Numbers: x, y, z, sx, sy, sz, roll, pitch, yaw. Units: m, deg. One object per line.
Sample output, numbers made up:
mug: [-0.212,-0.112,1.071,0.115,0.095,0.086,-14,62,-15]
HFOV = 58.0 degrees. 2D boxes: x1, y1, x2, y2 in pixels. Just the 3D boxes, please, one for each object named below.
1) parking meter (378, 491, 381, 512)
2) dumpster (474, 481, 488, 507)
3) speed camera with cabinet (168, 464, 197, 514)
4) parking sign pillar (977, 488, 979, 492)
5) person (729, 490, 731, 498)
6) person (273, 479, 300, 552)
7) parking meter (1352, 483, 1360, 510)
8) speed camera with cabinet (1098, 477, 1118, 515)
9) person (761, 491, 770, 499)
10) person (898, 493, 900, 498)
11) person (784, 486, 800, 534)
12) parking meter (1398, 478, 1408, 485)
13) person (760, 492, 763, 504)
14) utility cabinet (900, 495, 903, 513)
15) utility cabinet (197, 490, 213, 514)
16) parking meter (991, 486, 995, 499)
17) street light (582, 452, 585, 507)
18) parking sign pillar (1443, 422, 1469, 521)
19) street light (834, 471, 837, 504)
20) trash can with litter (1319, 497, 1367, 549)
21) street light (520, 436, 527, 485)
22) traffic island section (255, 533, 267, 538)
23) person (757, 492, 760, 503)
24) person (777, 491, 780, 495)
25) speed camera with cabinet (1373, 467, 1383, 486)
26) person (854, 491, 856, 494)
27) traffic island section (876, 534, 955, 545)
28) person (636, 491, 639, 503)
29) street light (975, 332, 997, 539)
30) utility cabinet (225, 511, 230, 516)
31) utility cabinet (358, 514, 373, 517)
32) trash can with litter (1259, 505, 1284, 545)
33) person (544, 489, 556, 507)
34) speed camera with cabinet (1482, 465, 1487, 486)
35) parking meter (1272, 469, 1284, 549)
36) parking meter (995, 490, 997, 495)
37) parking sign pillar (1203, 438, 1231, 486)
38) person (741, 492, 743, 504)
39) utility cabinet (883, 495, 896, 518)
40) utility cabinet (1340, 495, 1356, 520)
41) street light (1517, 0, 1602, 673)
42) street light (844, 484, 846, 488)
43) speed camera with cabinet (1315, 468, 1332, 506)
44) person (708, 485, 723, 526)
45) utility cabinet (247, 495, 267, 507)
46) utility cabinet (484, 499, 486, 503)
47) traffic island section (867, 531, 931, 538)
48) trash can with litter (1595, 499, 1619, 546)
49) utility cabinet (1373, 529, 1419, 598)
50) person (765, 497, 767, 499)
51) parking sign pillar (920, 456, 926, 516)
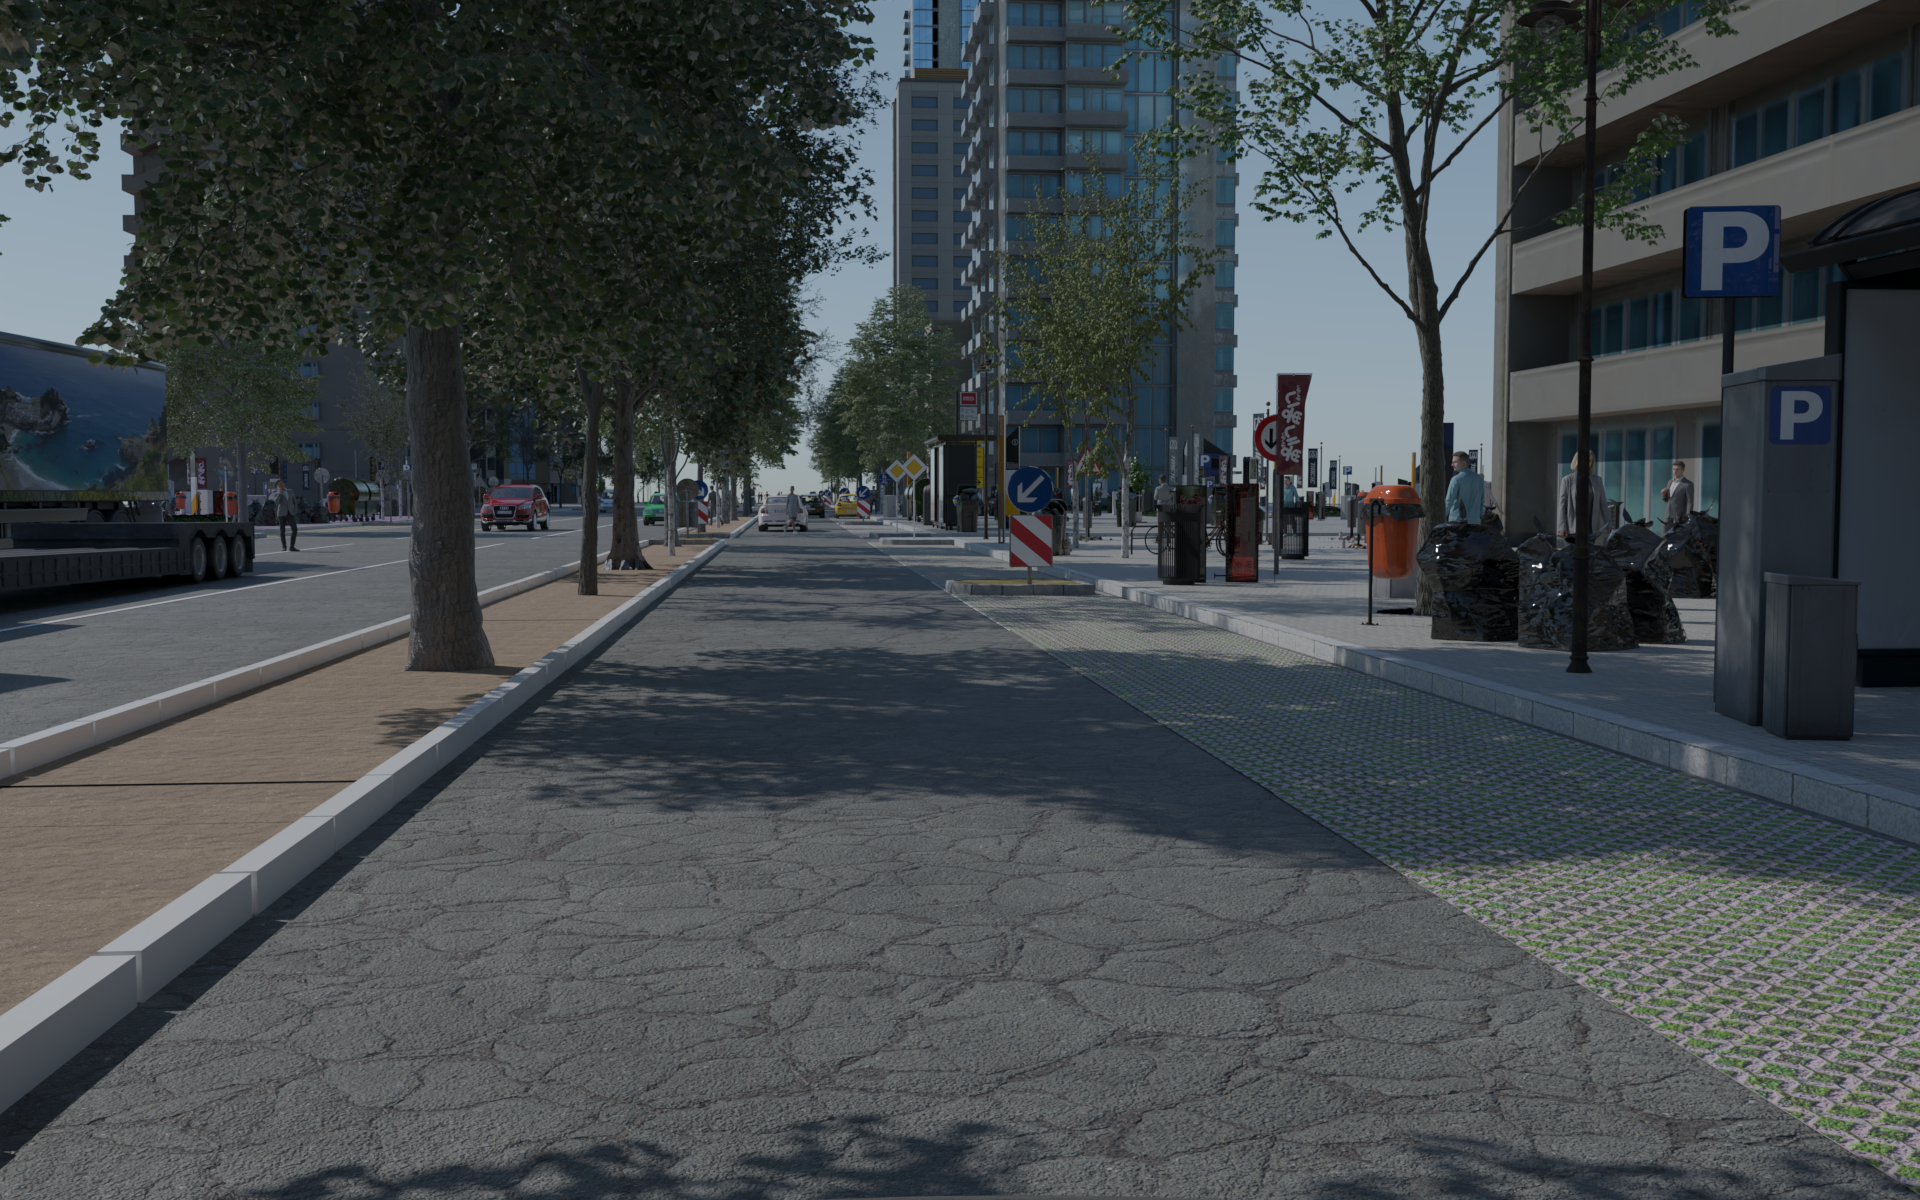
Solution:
parking meter: [-40.849,-6.951,122.065,0.372,1.533,0.369,0,3,0]
dumpster: [-34.650,-7.470,124.620,1.502,2.255,1.985,0,4,-6]
speed camera with cabinet: [-51.471,-7.332,114.222,2.038,3.252,0.660,-2,4,-30]
parking sign pillar: [0.843,-8.744,131.433,1.447,3.967,1.447,-3,5,-44]
person: [-20.998,-9.154,158.257,1.348,1.812,0.705,2,4,33]
person: [-16.827,-2.116,43.277,0.592,1.802,0.473,-2,4,-24]
parking meter: [21.337,-5.363,93.403,0.399,1.863,0.255,-3,5,-40]
speed camera with cabinet: [9.386,-6.867,106.613,2.038,3.252,0.660,0,4,-2]
person: [-20.633,-10.766,185.249,1.217,1.743,0.721,0,4,-6]
person: [-7.920,-12.907,220.300,0.421,1.427,0.697,-3,4,-36]
person: [-6.069,-3.245,62.299,0.760,1.731,0.466,2,4,29]
parking meter: [16.147,-3.511,63.122,0.399,1.863,0.255,1,4,18]
person: [-28.116,-14.432,245.380,0.530,1.710,0.541,-1,4,-20]
utility cabinet: [-3.522,-6.415,116.043,1.020,1.237,0.306,2,4,29]
utility cabinet: [-40.597,-5.169,93.192,1.173,1.500,0.318,3,5,39]
parking meter: [2.344,-6.969,119.649,0.255,1.863,0.399,-3,5,-39]
street light: [-36.707,-11.955,168.251,0.468,5.910,1.993,0,4,-6]
parking sign pillar: [13.227,-3.608,47.456,1.447,3.967,1.447,1,4,13]
street light: [-15.724,-14.948,217.191,0.468,5.910,1.993,0,4,-6]
trash can with litter: [9.511,-1.793,40.367,1.678,1.210,2.233,-1,4,-15]
street light: [-33.207,-9.724,131.773,0.468,5.910,1.993,0,4,-6]
traffic island section: [-23.595,-2.043,55.680,2.009,0.180,2.903,0,4,-6]
person: [-31.578,-16.174,273.469,0.750,1.759,0.617,-2,4,-24]
person: [-25.281,-14.345,242.915,0.709,1.838,0.599,3,5,42]
speed camera with cabinet: [30.960,-8.117,127.049,0.660,3.252,2.038,-1,4,-12]
person: [-16.426,-16.264,272.890,0.436,1.711,0.756,-3,4,-39]
traffic island section: [-1.275,-1.686,49.842,2.009,0.180,2.903,0,4,-6]
person: [-46.747,-14.949,251.255,0.445,1.727,0.742,-1,4,-17]
street light: [0.739,-4.667,49.091,0.468,5.910,1.993,0,4,-6]
utility cabinet: [-42.983,-5.471,100.619,1.020,1.237,0.306,-2,4,-33]
utility cabinet: [-33.231,-5.227,96.616,1.020,1.237,0.306,0,4,-1]
trash can with litter: [7.703,-1.989,43.909,1.055,1.170,0.624,1,4,22]
person: [-41.339,-10.285,174.219,1.348,1.821,0.705,0,4,6]
speed camera with cabinet: [36.101,-7.551,117.787,2.038,3.252,0.660,-1,4,-9]
parking meter: [7.429,-2.125,40.451,0.255,1.863,0.399,1,4,8]
parking meter: [2.323,-5.925,105.287,0.372,1.533,0.369,0,3,0]
parking sign pillar: [12.254,-5.760,82.648,1.447,3.967,1.447,0,4,5]
person: [-29.858,-14.013,238.063,0.568,1.767,0.683,-2,4,-27]
utility cabinet: [-3.827,-5.127,94.991,0.306,1.237,1.020,2,4,27]
utility cabinet: [19.545,-4.654,87.250,0.306,1.237,1.020,3,5,43]
street light: [4.456,-2.416,12.292,0.468,5.910,1.993,0,4,-6]
street light: [-11.404,-12.176,171.873,0.468,5.910,1.993,0,4,-6]
speed camera with cabinet: [27.940,-8.488,133.113,0.660,3.252,2.038,-1,4,-11]
person: [-11.115,-4.266,78.214,0.822,1.834,0.622,3,5,40]
utility cabinet: [-34.321,-4.478,84.375,1.020,1.237,0.306,-3,4,-37]
utility cabinet: [-31.839,-6.520,117.759,1.020,1.237,0.306,-2,4,-26]
traffic island section: [-2.058,-2.172,57.789,2.009,0.180,2.903,0,4,-6]
trash can with litter: [9.695,-0.937,26.375,1.678,1.210,2.233,-1,4,-15]
utility cabinet: [5.591,-0.642,21.662,1.020,1.237,0.306,-3,5,-39]
person: [-9.366,-4.341,83.749,0.640,1.303,0.475,-1,4,-21]
parking sign pillar: [-2.638,-7.063,103.956,1.447,3.967,1.447,1,4,10]
